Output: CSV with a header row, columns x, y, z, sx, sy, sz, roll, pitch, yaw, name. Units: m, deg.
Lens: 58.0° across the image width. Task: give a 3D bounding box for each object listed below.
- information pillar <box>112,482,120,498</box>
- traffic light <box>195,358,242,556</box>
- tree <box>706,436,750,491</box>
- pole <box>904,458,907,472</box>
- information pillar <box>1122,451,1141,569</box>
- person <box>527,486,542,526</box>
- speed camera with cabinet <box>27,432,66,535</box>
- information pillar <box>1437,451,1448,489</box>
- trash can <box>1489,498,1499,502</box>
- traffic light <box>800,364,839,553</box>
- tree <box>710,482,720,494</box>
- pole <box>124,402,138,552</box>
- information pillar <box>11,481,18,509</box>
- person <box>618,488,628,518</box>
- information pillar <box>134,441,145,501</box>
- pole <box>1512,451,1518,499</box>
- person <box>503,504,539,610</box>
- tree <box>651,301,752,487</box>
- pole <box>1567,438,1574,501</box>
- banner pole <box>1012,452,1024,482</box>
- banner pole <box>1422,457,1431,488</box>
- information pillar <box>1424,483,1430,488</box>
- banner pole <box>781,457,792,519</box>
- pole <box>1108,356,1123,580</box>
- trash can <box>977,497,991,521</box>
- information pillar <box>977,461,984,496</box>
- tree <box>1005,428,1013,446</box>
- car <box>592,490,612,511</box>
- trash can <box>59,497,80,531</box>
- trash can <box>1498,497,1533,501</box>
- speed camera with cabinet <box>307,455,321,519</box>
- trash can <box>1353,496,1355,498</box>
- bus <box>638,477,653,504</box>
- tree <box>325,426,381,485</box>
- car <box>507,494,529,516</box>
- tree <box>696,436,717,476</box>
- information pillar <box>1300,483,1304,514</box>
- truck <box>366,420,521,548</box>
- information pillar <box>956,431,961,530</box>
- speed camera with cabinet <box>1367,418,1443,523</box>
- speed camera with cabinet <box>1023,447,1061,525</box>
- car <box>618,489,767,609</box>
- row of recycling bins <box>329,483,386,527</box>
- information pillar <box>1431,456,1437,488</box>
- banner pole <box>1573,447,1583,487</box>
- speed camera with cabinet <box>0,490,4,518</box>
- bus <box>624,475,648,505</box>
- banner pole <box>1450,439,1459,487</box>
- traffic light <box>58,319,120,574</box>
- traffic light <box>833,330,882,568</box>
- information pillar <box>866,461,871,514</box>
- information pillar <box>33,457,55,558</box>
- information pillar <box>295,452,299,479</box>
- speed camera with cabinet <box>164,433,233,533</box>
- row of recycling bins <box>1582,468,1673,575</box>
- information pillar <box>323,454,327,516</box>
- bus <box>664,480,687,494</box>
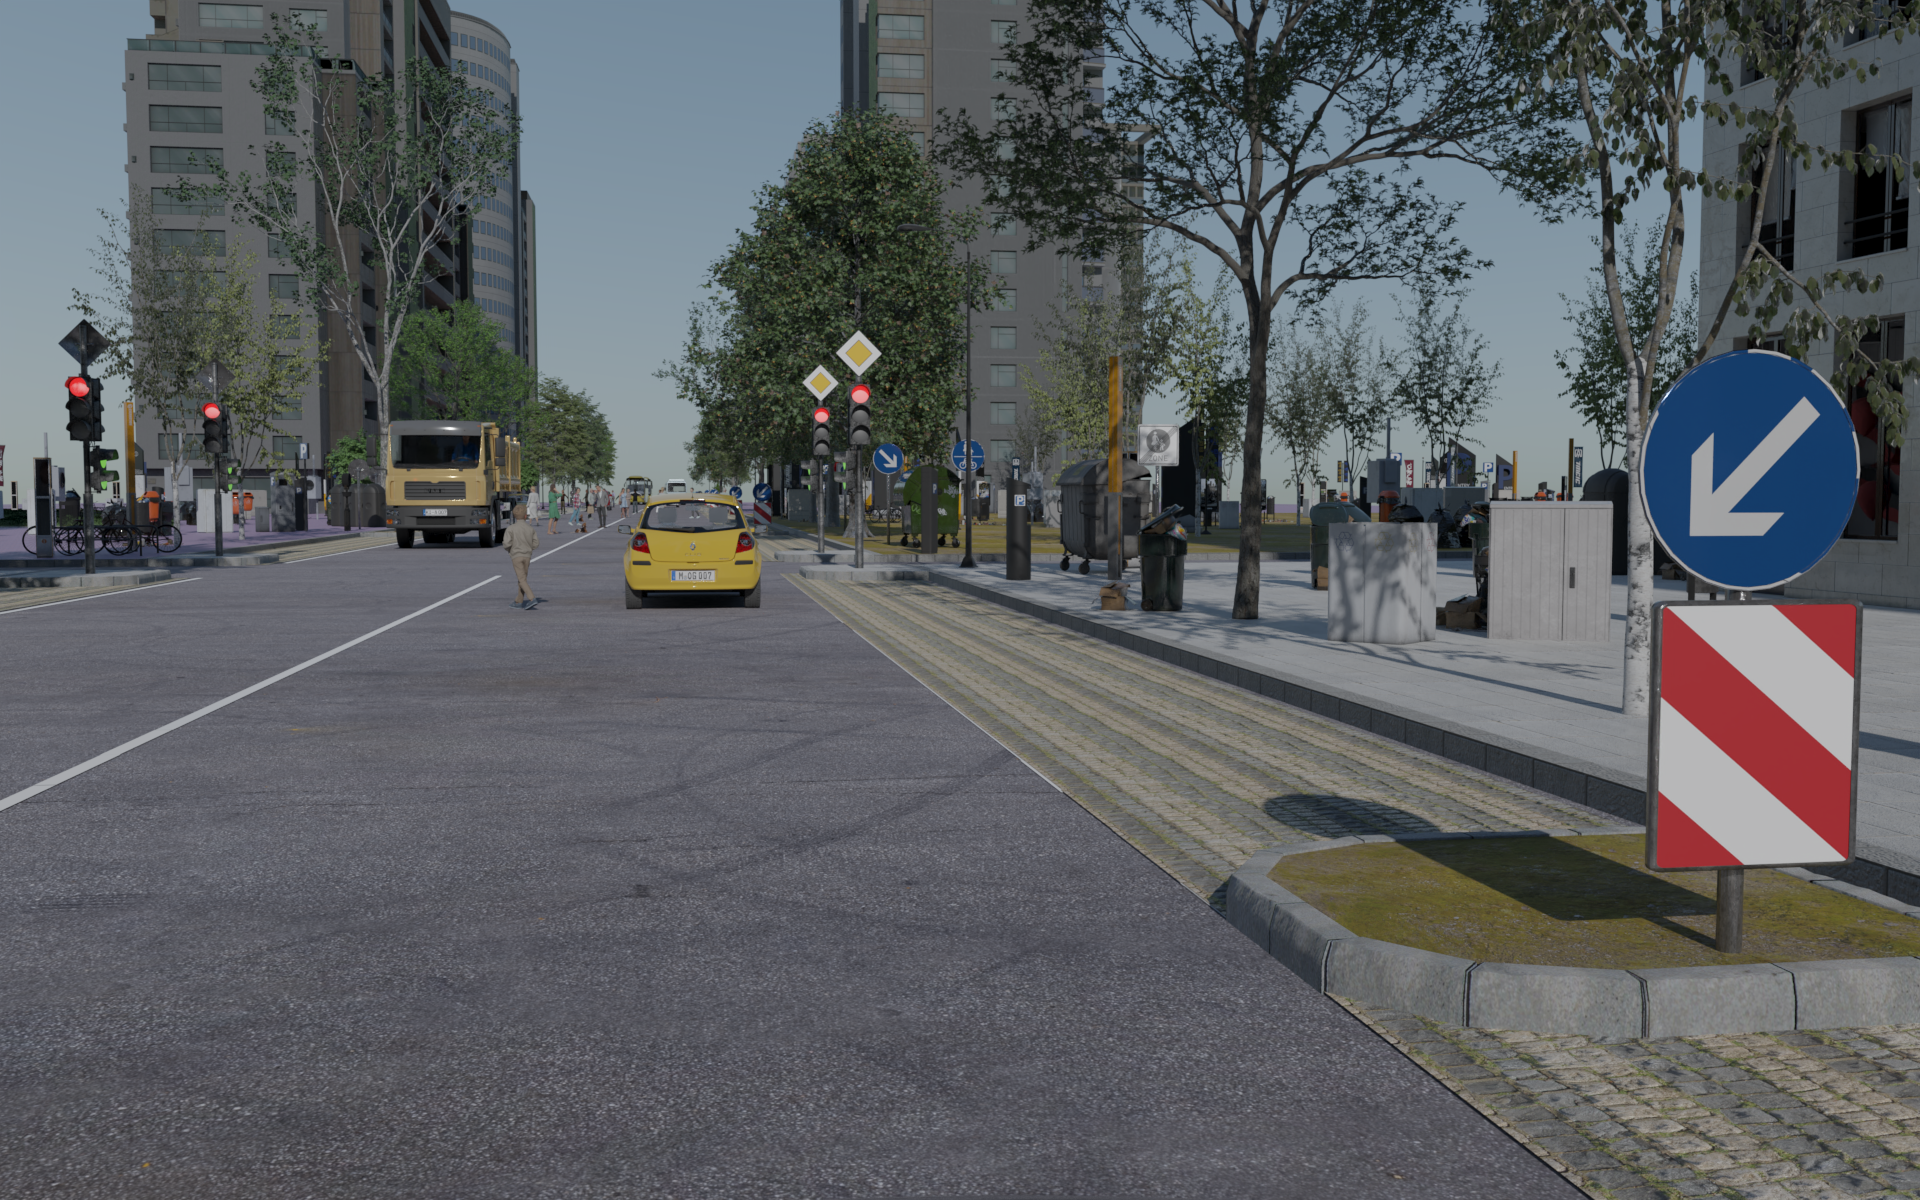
x,y,z,sx,sy,sz,roll,pitch,yaw,name
-50.697,-6.092,104.101,0.304,2.012,0.304,1,4,13,information pillar
-15.295,-2.861,35.690,0.839,4.253,0.868,-1,4,-9,traffic light
-20.117,-12.505,154.813,4.360,8.622,3.978,0,3,0,tree
-2.828,-5.879,89.972,0.158,3.312,0.155,0,3,0,pole
2.911,-1.551,29.851,0.304,2.012,0.304,-3,4,-36,information pillar
-18.896,-4.146,76.632,0.694,1.780,0.624,-2,4,-28,person
-29.037,-3.713,55.050,0.660,3.252,2.038,-1,4,-11,speed camera with cabinet
25.768,-6.162,92.104,0.504,3.616,0.183,1,4,23,information pillar
21.367,-3.497,68.833,0.748,1.137,0.748,0,3,0,trash can
-3.049,-2.984,37.704,0.839,4.253,0.868,-1,4,-9,traffic light
-34.248,-15.296,244.687,1.663,3.219,1.824,0,3,0,tree
-18.429,-2.730,38.481,0.158,3.312,0.155,0,3,0,pole
-53.464,-5.716,97.943,0.304,2.012,0.304,-1,4,-20,information pillar
-20.249,-5.829,103.896,0.616,1.811,0.778,-2,4,-34,person
-36.407,-5.227,76.816,0.504,3.616,0.183,1,4,13,information pillar
26.089,-5.359,81.471,0.158,3.312,0.155,0,3,0,pole
-5.446,-0.531,21.456,0.640,1.303,0.475,3,4,37,person
-23.856,-19.315,171.681,12.611,20.169,13.585,0,3,0,tree
22.284,-4.244,63.227,0.158,3.312,0.155,0,3,0,pole
3.504,-6.937,103.436,0.863,3.779,0.401,0,4,-7,banner pole
31.536,-7.778,117.186,0.863,3.779,0.401,0,3,0,banner pole
31.406,-6.858,116.617,0.304,2.012,0.304,0,4,-5,information pillar
-8.872,-5.989,87.942,0.863,3.779,0.401,2,4,29,banner pole
2.309,-1.951,25.738,0.158,3.312,0.155,0,3,0,pole
1.104,-4.344,82.673,0.748,1.137,0.748,0,3,0,trash can
1.313,-7.195,108.985,0.504,3.616,0.183,0,4,7,information pillar
5.062,-9.857,111.520,4.360,8.622,3.978,0,3,0,tree
-31.564,-8.737,151.523,2.281,1.827,5.304,-1,4,-9,car
-31.362,-3.015,60.953,0.748,1.137,0.748,0,3,0,trash can
17.516,-2.610,54.326,0.748,1.137,0.748,0,3,0,trash can
-33.417,-5.708,87.662,2.038,3.252,0.660,1,4,10,speed camera with cabinet
23.548,-5.709,104.994,0.748,1.137,0.748,0,3,0,trash can
-45.576,-15.754,249.124,2.896,3.916,12.252,-1,4,-9,bus
-28.914,-6.119,83.765,4.285,4.588,4.351,0,3,0,tree
-25.894,-5.593,101.670,2.015,1.641,3.980,-1,4,-10,car
-35.847,-20.247,256.789,9.928,11.665,9.643,0,3,0,tree
22.107,-6.576,112.008,0.304,2.012,0.304,0,4,8,information pillar
-14.017,-3.198,48.211,3.469,3.379,9.791,-1,4,-9,truck
-0.058,-4.321,62.007,0.183,3.616,0.504,-1,4,-13,information pillar
11.655,-3.118,45.316,2.038,3.252,0.660,-1,4,-22,speed camera with cabinet
3.624,-4.800,72.821,2.038,3.252,0.660,-2,4,-32,speed camera with cabinet
-3.554,-0.785,23.057,2.015,1.641,3.980,-1,4,-9,car
-23.622,-3.717,67.889,1.069,1.692,3.534,-3,5,-45,row of recycling bins
28.295,-6.847,103.307,0.504,3.616,0.183,3,5,42,information pillar
28.452,-5.513,80.150,0.863,3.779,0.401,-1,4,-12,banner pole
-44.307,-5.135,78.295,0.660,3.252,2.038,1,4,15,speed camera with cabinet
-43.251,-14.705,231.965,2.896,3.916,12.252,-1,4,-8,bus
22.123,-5.352,77.523,0.401,3.779,0.863,3,5,41,banner pole
-14.005,-2.379,27.810,0.839,4.253,0.868,-1,4,-9,traffic light
-1.759,-2.502,29.823,0.839,4.253,0.868,-1,4,-9,traffic light
-5.805,-7.246,109.823,0.183,3.616,0.504,-3,5,-40,information pillar
-18.409,-1.854,34.805,0.304,2.012,0.304,-1,4,-22,information pillar
-36.891,-6.428,96.459,0.183,3.616,0.504,0,4,-8,information pillar
-24.970,-3.821,56.809,0.660,3.252,2.038,3,4,37,speed camera with cabinet
11.763,-1.255,27.634,3.534,1.692,1.069,0,3,0,row of recycling bins
-36.725,-6.657,100.193,0.183,3.616,0.504,-1,4,-14,information pillar
-37.332,-14.211,227.208,2.948,3.499,13.247,-1,4,-11,bus
